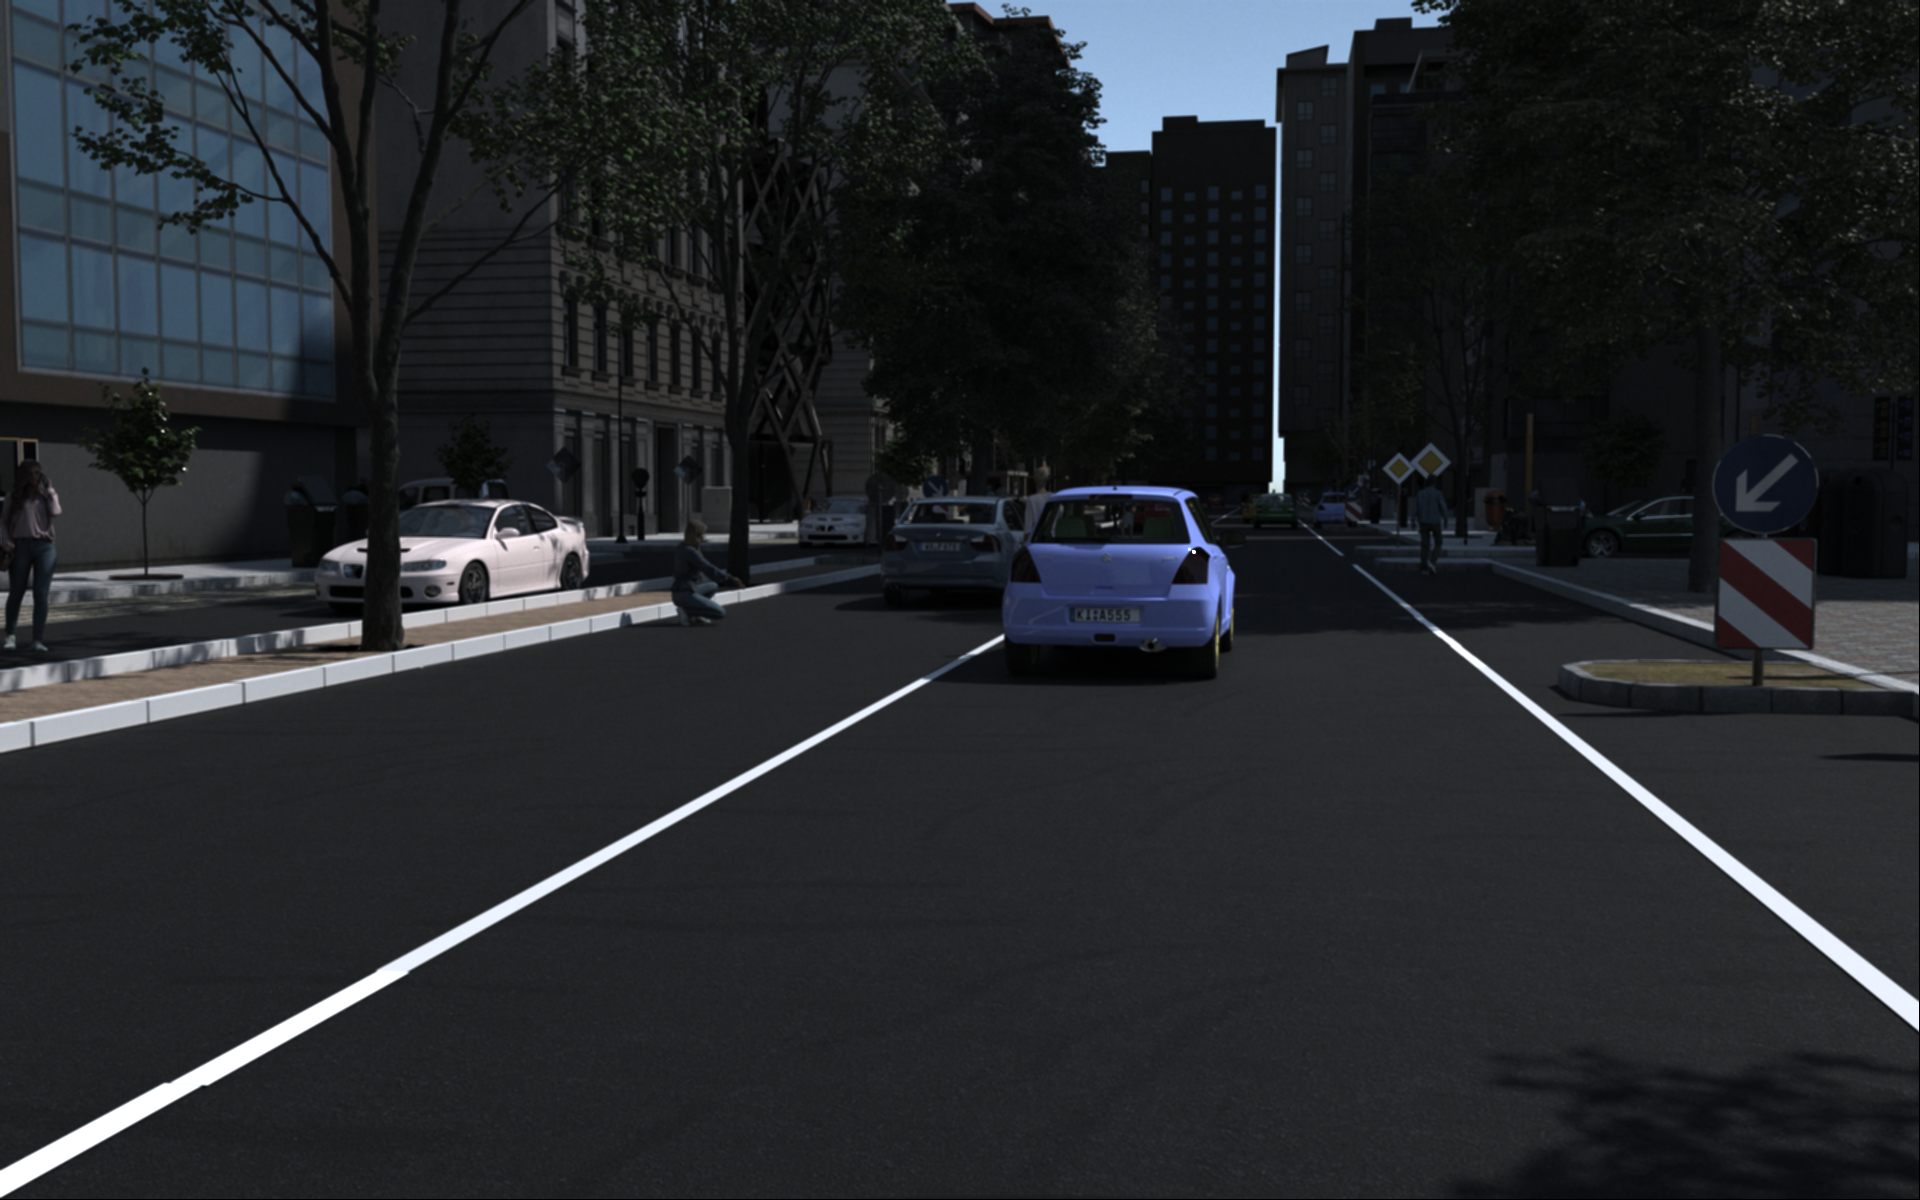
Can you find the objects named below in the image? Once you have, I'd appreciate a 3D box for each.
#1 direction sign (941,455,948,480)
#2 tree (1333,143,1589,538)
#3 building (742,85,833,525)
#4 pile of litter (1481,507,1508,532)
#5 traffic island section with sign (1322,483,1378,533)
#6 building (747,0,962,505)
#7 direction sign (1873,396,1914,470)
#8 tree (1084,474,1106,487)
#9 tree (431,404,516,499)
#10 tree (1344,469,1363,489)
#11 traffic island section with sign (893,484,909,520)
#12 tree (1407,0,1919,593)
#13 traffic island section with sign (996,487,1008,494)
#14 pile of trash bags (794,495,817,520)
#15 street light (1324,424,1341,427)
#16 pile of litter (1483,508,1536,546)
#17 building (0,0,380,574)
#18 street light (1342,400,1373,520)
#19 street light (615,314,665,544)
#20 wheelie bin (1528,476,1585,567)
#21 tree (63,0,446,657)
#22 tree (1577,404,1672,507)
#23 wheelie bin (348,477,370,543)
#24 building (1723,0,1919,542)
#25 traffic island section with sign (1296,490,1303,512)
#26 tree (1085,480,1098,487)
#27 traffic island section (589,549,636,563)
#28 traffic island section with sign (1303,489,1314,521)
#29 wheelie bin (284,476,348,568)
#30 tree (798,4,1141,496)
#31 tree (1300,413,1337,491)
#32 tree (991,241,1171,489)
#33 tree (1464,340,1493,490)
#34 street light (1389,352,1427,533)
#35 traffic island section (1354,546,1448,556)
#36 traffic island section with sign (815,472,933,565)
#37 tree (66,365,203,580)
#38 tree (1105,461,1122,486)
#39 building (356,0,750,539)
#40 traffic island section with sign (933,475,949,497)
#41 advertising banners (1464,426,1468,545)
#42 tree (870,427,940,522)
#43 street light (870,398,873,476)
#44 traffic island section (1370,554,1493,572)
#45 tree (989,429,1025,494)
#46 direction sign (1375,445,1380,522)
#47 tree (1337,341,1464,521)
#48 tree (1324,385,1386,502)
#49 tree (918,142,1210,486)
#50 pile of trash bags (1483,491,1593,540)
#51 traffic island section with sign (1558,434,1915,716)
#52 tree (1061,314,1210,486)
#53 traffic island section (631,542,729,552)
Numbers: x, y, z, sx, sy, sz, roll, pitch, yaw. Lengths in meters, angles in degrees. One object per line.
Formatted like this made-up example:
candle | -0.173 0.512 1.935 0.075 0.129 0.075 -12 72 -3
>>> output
direction sign | -0.892 -6.462 97.649 0.379 3.537 0.876 -2 4 -24
tree | 14.787 -7.648 50.803 9.928 11.665 9.643 0 3 0
building | -14.273 -12.694 75.000 16.820 18.784 16.811 1 4 10
pile of litter | 18.392 -2.719 58.417 1.719 0.858 1.176 2 4 25
traffic island section with sign | 14.762 -3.485 65.613 1.989 1.847 2.006 1 4 10
building | -8.705 -19.111 99.847 14.401 28.519 23.554 1 4 10
direction sign | 21.636 -2.949 40.216 0.379 3.537 0.876 -3 4 -36
tree | 13.362 -11.793 176.535 4.285 4.588 4.351 0 3 0
tree | -10.443 -2.622 37.470 1.663 3.219 1.824 0 3 0
tree | 27.049 -7.614 119.093 1.663 3.219 1.824 0 3 0
traffic island section with sign | -2.388 -3.670 68.637 1.989 1.847 2.006 1 4 10
tree | 9.383 -6.384 22.511 7.486 12.596 7.792 0 3 0
traffic island section with sign | 2.306 -5.294 95.186 1.989 1.847 2.006 1 4 10
pile of trash bags | -7.907 -4.596 84.903 1.912 1.369 3.447 -1 4 -21
street light | 24.888 -8.716 115.045 1.470 5.913 1.316 1 4 10
pile of litter | 13.969 -1.766 42.839 1.719 0.858 1.176 1 4 11
building | -20.652 -23.269 30.555 14.200 45.320 14.600 1 4 10
street light | 19.863 -6.936 85.937 1.470 5.913 1.316 1 4 10
street light | -8.281 -4.420 44.801 1.470 5.913 1.316 1 4 10
wheelie bin | 10.564 -1.399 30.778 0.980 1.594 0.693 0 4 0
tree | -5.185 -5.327 15.305 9.928 11.665 9.643 0 3 0
tree | 24.342 -4.880 63.503 4.285 4.588 4.351 0 3 0
wheelie bin | -10.992 -1.471 31.959 0.693 1.594 0.980 -1 4 -10
building | 38.449 -30.866 46.652 28.212 58.520 21.231 1 4 10
traffic island section with sign | 28.173 -8.133 141.598 1.989 1.847 2.006 1 4 10
tree | 12.534 -10.629 168.378 1.663 3.219 1.824 0 3 0
traffic island section | -8.378 -0.876 36.599 2.009 0.180 2.903 1 4 10
traffic island section with sign | 19.504 -5.125 92.421 1.989 1.847 2.006 1 4 10
wheelie bin | -11.385 -1.371 30.325 0.693 1.594 0.980 1 4 19
tree | 0.469 -8.400 46.446 9.857 13.997 8.962 0 3 0
tree | 33.248 -12.615 156.624 4.737 8.622 4.395 0 3 0
tree | 5.326 -9.578 77.178 7.486 12.596 7.792 0 3 0
tree | 25.916 -8.147 83.562 4.737 8.622 4.395 0 3 0
street light | 14.690 -5.155 56.830 1.470 5.913 1.316 1 4 10
traffic island section | 10.481 -1.169 41.387 2.009 0.180 2.903 1 4 10
traffic island section with sign | -1.779 -1.684 35.677 2.006 1.907 1.989 1 4 10
tree | -12.191 -1.926 26.099 1.663 3.219 1.824 0 3 0
tree | 17.063 -14.799 192.333 4.360 8.622 3.978 0 3 0
building | -14.037 -12.653 56.033 9.793 20.994 18.267 1 4 10
traffic island section with sign | -0.483 -2.131 42.971 2.006 1.907 1.989 1 4 10
advertising banners | 12.881 -2.927 44.039 0.090 3.025 2.074 1 4 16
tree | -2.475 -5.962 81.187 4.285 4.588 4.351 0 3 0
street light | -3.251 -6.199 73.899 1.470 5.913 1.316 1 4 10
traffic island section | 9.094 -0.688 33.523 2.009 0.180 2.903 1 4 10
tree | 3.501 -10.145 116.231 4.360 8.622 3.978 0 3 0
direction sign | 19.103 -5.351 79.484 0.379 3.537 0.876 1 4 12
tree | 20.927 -8.067 82.255 4.737 8.622 4.395 0 3 0
tree | 25.492 -9.847 111.365 4.360 8.622 3.978 0 3 0
tree | 2.790 -8.997 59.927 12.009 13.543 11.850 0 3 0
pile of trash bags | 15.267 -2.221 46.058 3.447 1.369 1.912 -2 4 -29
traffic island section with sign | 5.363 -0.223 12.270 1.989 1.847 2.006 1 4 10
tree | 9.567 -11.067 100.409 9.611 12.733 9.660 0 3 0
traffic island section | -6.990 -1.357 44.463 2.009 0.180 2.903 1 4 10
